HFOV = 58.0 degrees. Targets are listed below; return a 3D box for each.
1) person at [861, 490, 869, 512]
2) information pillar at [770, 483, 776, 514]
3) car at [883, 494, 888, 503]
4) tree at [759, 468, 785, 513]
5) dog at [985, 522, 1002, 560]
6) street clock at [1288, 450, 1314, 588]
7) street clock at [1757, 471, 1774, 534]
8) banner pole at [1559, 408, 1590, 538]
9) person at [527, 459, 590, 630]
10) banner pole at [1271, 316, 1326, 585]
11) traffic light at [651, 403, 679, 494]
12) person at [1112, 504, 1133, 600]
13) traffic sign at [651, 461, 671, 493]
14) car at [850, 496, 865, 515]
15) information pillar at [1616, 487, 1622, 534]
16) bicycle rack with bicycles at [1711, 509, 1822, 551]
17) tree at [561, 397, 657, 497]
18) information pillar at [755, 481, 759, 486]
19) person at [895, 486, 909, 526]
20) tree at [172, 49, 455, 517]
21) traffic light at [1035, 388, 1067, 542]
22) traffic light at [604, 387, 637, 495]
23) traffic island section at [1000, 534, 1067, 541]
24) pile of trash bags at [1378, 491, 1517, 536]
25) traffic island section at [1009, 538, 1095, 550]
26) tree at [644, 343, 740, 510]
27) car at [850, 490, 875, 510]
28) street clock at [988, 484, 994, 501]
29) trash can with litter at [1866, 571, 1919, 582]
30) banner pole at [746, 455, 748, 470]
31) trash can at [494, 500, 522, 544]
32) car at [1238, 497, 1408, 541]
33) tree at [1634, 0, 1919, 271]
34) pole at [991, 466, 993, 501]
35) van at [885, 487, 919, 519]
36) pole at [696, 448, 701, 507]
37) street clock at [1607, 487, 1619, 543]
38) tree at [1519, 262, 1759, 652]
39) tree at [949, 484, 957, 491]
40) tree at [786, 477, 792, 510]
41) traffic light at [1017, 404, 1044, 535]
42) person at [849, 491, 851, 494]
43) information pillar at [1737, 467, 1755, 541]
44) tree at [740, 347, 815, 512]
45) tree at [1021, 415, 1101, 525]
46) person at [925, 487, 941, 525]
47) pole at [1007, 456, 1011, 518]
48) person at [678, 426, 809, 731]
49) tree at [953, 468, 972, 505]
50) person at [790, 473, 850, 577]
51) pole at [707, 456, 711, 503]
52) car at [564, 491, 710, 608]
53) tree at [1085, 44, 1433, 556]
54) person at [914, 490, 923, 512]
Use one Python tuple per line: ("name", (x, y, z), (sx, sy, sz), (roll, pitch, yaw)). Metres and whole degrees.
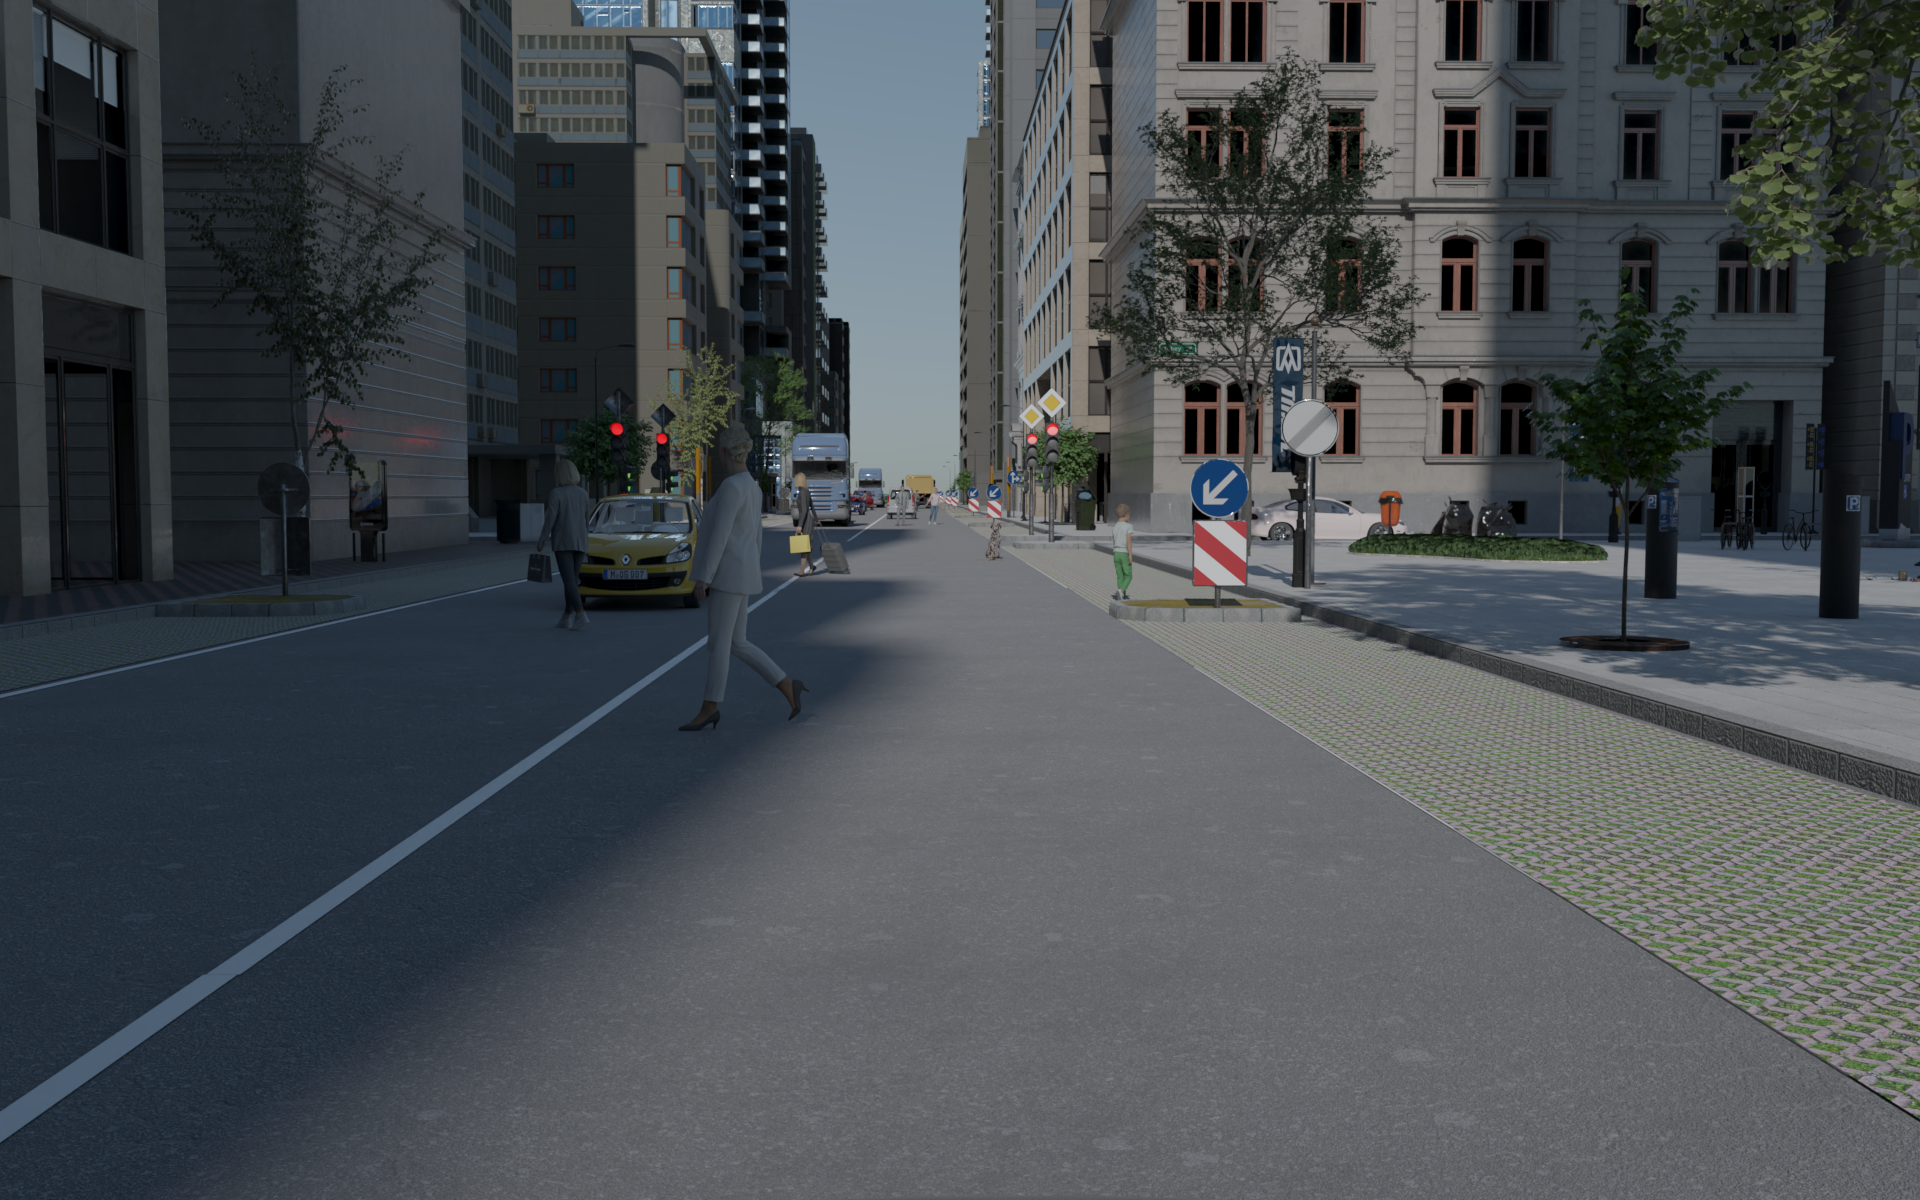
("person", (-7.709, -7.968, 139.488), (0.721, 1.736, 1.217), (2, 4, 31))
("information pillar", (-12.299, -6.691, 113.894), (0.304, 2.012, 0.304), (-2, 4, -31))
("car", (-10.112, -13.453, 228.759), (1.959, 1.807, 4.718), (0, 4, -3))
("tree", (-13.408, -7.575, 118.450), (1.663, 3.219, 1.824), (0, 3, 0))
("dog", (0.630, -1.269, 37.578), (0.800, 0.831, 0.513), (-2, 4, -34))
("street clock", (4.671, -1.174, 23.763), (0.358, 2.002, 0.471), (0, 4, 2))
("street clock", (25.558, -3.085, 55.010), (0.471, 2.002, 0.358), (1, 4, 19))
("banner pole", (15.280, -3.255, 43.232), (0.863, 3.779, 0.401), (1, 4, 21))
("person", (-4.193, -0.588, 18.305), (0.728, 1.800, 0.709), (3, 5, 44))
("banner pole", (4.776, -2.107, 24.466), (0.863, 3.779, 0.401), (-1, 4, -13))
("traffic light", (-9.153, -3.954, 53.574), (0.839, 4.253, 0.868), (0, 4, -1))
("person", (2.094, -0.588, 22.368), (0.306, 1.304, 0.590), (1, 4, 20))
("traffic sign", (-11.139, -3.937, 64.480), (0.768, 2.556, 0.104), (0, 4, 3))
("car", (-7.402, -6.445, 117.954), (1.945, 1.354, 3.894), (0, 4, 0))
("information pillar", (20.992, -3.901, 55.136), (0.183, 3.616, 0.504), (2, 4, 32))
("bicycle rack with bicycles", (18.597, -1.629, 40.009), (2.852, 0.926, 2.925), (3, 4, 38))
("tree", (-11.777, -4.576, 58.527), (4.285, 4.588, 4.351), (0, 3, 0))
("information pillar", (-11.885, -5.879, 100.617), (0.304, 2.012, 0.304), (1, 4, 11))
("person", (-2.632, -4.263, 78.304), (0.635, 1.810, 0.391), (0, 4, -2))
("tree", (-11.118, -4.851, 29.671), (4.360, 8.622, 3.978), (0, 3, 0))
("traffic light", (2.407, -3.485, 45.895), (0.839, 4.253, 0.868), (0, 4, -1))
("traffic light", (-8.950, -3.466, 45.592), (0.839, 4.253, 0.868), (0, 4, -1))
("traffic island section", (2.245, -1.940, 53.992), (2.009, 0.180, 2.903), (0, 4, -1))
("pile of trash bags", (12.408, -2.103, 44.129), (3.447, 1.369, 1.912), (1, 4, 15))
("traffic island section", (2.447, -1.451, 46.010), (2.009, 0.180, 2.903), (0, 4, -1))
("tree", (-12.715, -8.136, 83.390), (4.737, 8.622, 4.395), (0, 3, 0))
("car", (-8.712, -8.918, 154.484), (2.281, 1.827, 5.304), (0, 4, -3))
("street clock", (2.190, -7.103, 120.696), (0.471, 2.002, 0.358), (0, 4, 1))
("trash can with litter", (14.496, -0.867, 25.231), (2.233, 1.210, 1.678), (3, 5, 43))
("banner pole", (-13.662, -7.394, 110.905), (0.401, 3.779, 0.863), (-1, 4, -14))
("trash can", (-11.714, -2.035, 44.927), (0.748, 1.137, 0.748), (0, 3, 0))
("car", (10.365, -2.277, 49.593), (4.827, 1.381, 2.083), (0, 4, -1))
("tree", (6.569, -5.437, 7.023), (7.486, 12.596, 7.792), (0, 3, 0))
("pole", (2.326, -8.075, 125.871), (0.158, 3.312, 0.155), (0, 3, 0))
("van", (-3.355, -5.670, 99.715), (2.013, 2.044, 4.112), (0, 4, 0))
("pole", (-11.519, -5.044, 76.319), (0.158, 3.312, 0.155), (0, 3, 0))
("street clock", (17.271, -2.518, 45.735), (0.471, 2.002, 0.358), (-2, 4, -34))
("tree", (5.596, -1.226, 14.644), (1.663, 3.219, 1.824), (0, 3, 0))
("tree", (-0.910, -17.054, 273.426), (1.663, 3.219, 1.824), (0, 3, 0))
("tree", (-13.613, -9.015, 142.004), (1.663, 3.219, 1.824), (0, 3, 0))
("traffic light", (2.204, -3.973, 53.878), (0.839, 4.253, 0.868), (0, 4, -1))
("person", (-12.671, -11.681, 199.452), (1.348, 1.831, 0.705), (1, 4, 21))
("information pillar", (21.360, -2.606, 47.099), (0.304, 2.012, 0.304), (-1, 4, -10))
("tree", (-14.088, -12.116, 123.852), (9.928, 11.665, 9.643), (0, 3, 0))
("tree", (4.163, -5.384, 71.749), (4.285, 4.588, 4.351), (0, 3, 0))
("person", (-1.306, -4.418, 81.411), (0.731, 1.740, 0.598), (-2, 4, -26))
("pole", (2.648, -6.123, 93.948), (0.158, 3.312, 0.155), (0, 3, 0))
("person", (-1.318, -0.134, 10.562), (0.818, 1.842, 0.514), (-1, 4, -13))
("tree", (0.730, -13.983, 212.335), (4.285, 4.588, 4.351), (0, 3, 0))
("person", (-2.484, -1.324, 30.364), (0.699, 1.804, 1.509), (3, 5, 40))
("pole", (-13.431, -6.050, 92.762), (0.158, 3.312, 0.155), (0, 3, 0))
("car", (-4.160, -0.778, 22.949), (2.015, 1.641, 3.980), (0, 4, -3))
("tree", (6.199, -6.182, 35.494), (7.601, 10.594, 8.767), (-1, 4, -17))
("person", (-3.377, -8.143, 142.174), (0.750, 1.759, 0.617), (-1, 4, -21))
